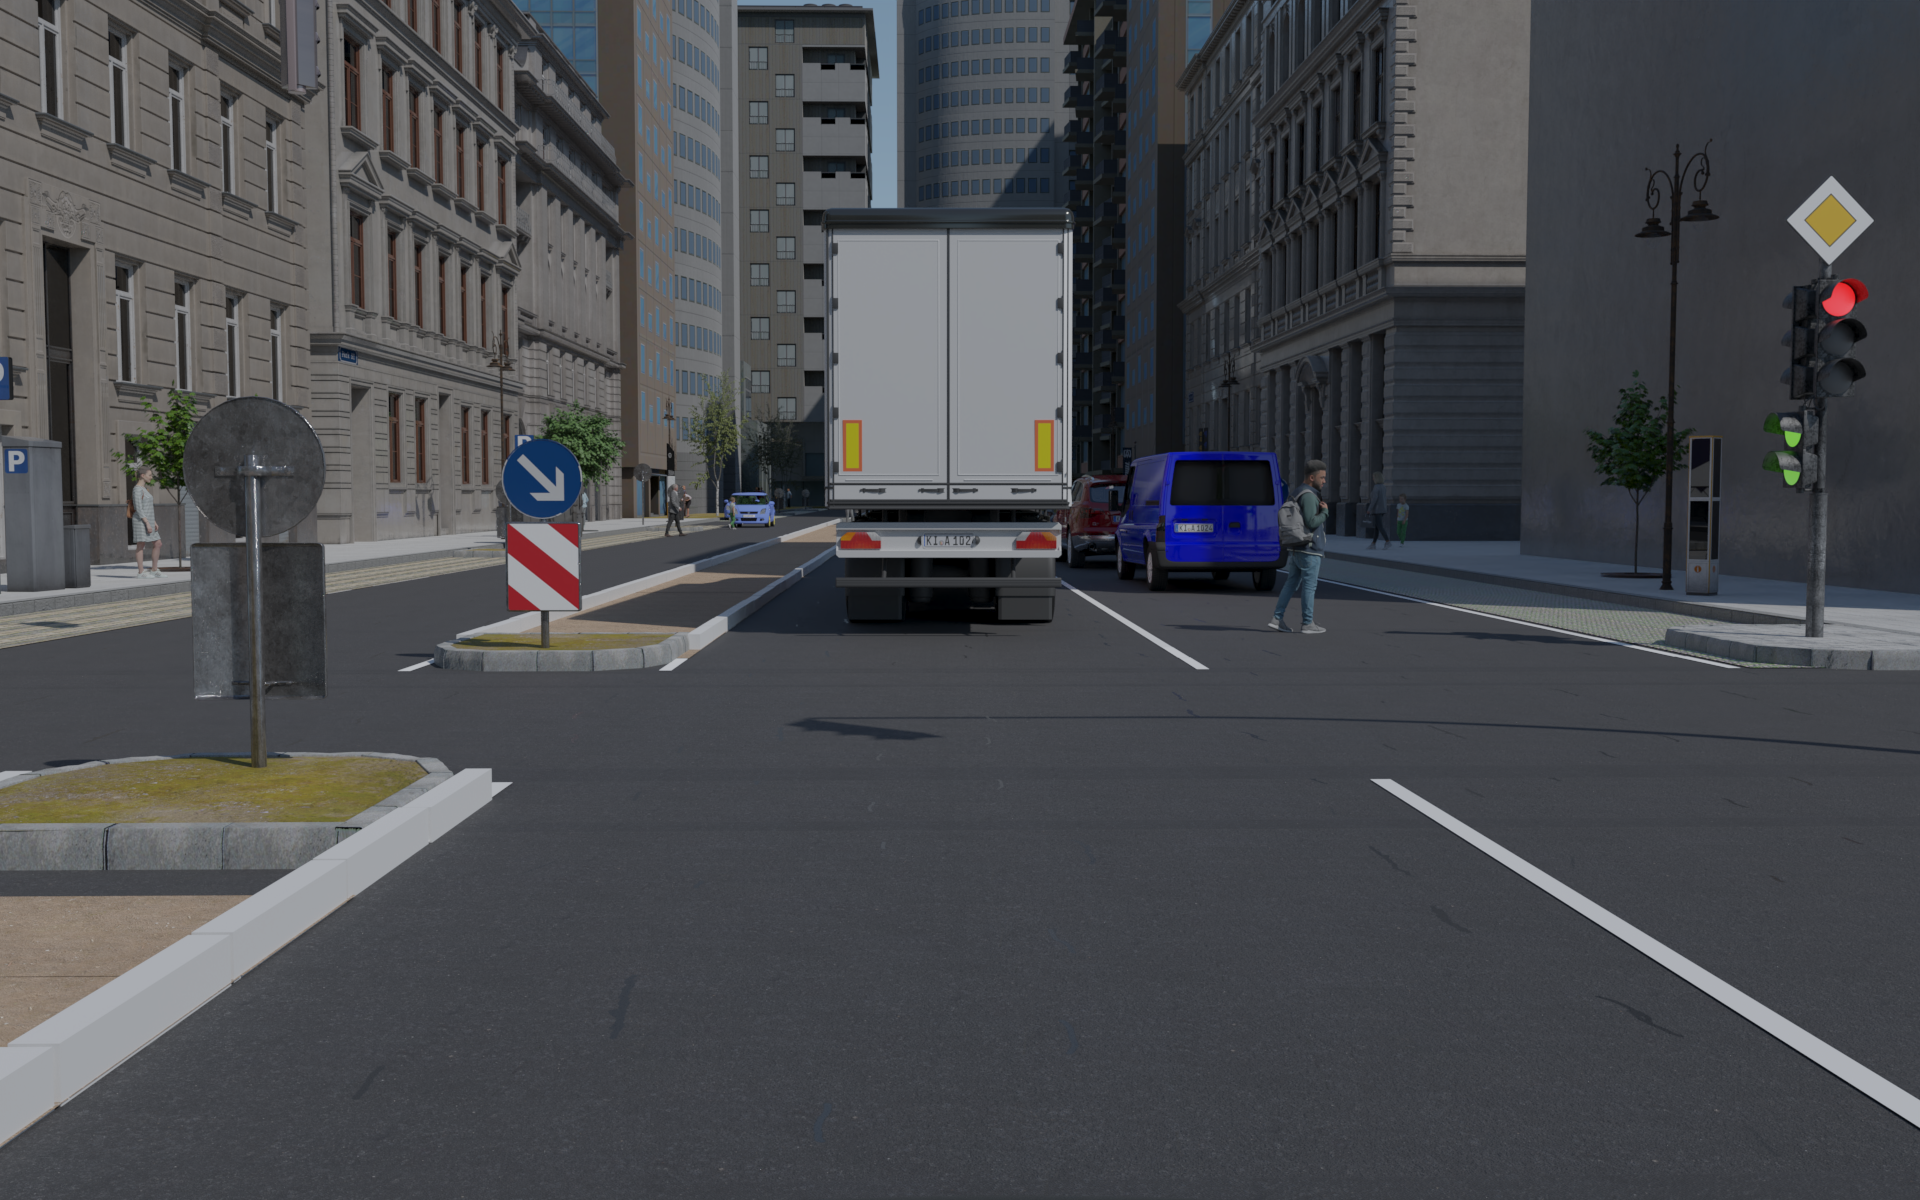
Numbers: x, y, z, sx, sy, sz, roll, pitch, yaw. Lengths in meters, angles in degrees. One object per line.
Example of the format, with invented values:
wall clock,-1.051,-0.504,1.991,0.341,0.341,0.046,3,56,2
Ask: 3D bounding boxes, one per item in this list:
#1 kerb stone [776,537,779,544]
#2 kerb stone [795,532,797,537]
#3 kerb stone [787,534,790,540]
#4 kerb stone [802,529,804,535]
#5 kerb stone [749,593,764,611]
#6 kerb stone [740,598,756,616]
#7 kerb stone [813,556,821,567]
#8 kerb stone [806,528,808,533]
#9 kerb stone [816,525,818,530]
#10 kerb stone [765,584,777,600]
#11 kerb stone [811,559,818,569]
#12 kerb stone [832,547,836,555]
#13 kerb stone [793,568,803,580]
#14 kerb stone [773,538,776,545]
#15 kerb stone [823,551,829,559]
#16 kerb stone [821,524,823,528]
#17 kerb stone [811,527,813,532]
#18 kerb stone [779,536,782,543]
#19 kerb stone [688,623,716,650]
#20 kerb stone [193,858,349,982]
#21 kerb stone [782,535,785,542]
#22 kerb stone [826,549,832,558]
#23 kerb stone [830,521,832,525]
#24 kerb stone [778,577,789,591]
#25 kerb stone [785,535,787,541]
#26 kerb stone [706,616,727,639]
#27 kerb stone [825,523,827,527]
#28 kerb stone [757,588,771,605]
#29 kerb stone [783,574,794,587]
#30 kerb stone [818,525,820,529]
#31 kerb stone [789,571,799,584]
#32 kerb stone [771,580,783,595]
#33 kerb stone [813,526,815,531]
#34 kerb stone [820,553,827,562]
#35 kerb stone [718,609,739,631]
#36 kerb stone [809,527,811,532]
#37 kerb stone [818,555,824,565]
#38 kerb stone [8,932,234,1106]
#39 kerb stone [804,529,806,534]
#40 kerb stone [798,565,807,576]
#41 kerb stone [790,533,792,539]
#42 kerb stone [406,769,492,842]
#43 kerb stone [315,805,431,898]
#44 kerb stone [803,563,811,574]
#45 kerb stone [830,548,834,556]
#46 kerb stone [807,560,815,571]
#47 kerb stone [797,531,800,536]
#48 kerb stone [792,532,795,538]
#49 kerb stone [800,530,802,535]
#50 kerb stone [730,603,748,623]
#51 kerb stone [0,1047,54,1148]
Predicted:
kerb stone,-5.307,-1.646,49.103,0.120,0.150,1.000,0,4,-1
kerb stone,-5.463,-2.086,56.306,0.120,0.150,1.000,0,4,-1
kerb stone,-5.390,-1.889,53.230,0.120,0.150,1.000,0,4,-1
kerb stone,-5.539,-2.274,59.372,0.120,0.150,1.000,0,4,-1
kerb stone,-2.564,0.051,21.480,0.120,0.150,1.000,0,4,-1
kerb stone,-2.543,0.106,20.458,0.120,0.150,1.000,0,4,-1
kerb stone,-2.847,-0.708,33.778,0.120,0.150,1.000,0,4,-1
kerb stone,-5.590,-2.398,61.430,0.120,0.150,1.000,0,4,-1
kerb stone,-5.727,-2.774,67.596,0.120,0.150,1.000,0,4,-1
kerb stone,-2.617,-0.077,23.536,0.120,0.150,1.000,0,4,-1
kerb stone,-2.823,-0.642,32.753,0.120,0.150,1.000,0,4,-1
kerb stone,-2.992,-1.082,39.914,0.120,0.150,1.000,0,4,-1
kerb stone,-2.728,-0.394,28.654,0.120,0.150,1.000,0,4,-1
kerb stone,-5.289,-1.583,48.081,0.120,0.150,1.000,0,4,-1
kerb stone,-2.921,-0.896,36.844,0.120,0.150,1.000,0,4,-1
kerb stone,-5.799,-2.957,70.671,0.120,0.150,1.000,0,4,-1
kerb stone,-5.658,-2.589,64.519,0.120,0.150,1.000,0,4,-1
kerb stone,-5.326,-1.709,50.132,0.120,0.150,1.000,0,4,-1
kerb stone,-2.450,0.358,16.350,0.120,0.150,1.000,0,4,-1
kerb stone,-2.200,1.017,5.571,0.120,0.150,1.000,0,4,-1
kerb stone,-5.355,-1.769,51.165,0.120,0.150,1.000,0,4,-1
kerb stone,-2.947,-0.958,37.865,0.120,0.150,1.000,0,4,-1
kerb stone,-5.972,-3.400,77.846,0.120,0.150,1.000,0,4,-1
kerb stone,-2.663,-0.207,25.588,0.120,0.150,1.000,0,4,-1
kerb stone,-5.376,-1.835,52.204,0.120,0.150,1.000,0,4,-1
kerb stone,-2.476,0.295,17.379,0.120,0.150,1.000,0,4,-1
kerb stone,-5.877,-3.153,73.753,0.120,0.150,1.000,0,4,-1
kerb stone,-2.593,-0.016,22.511,0.120,0.150,1.000,0,4,-1
kerb stone,-2.680,-0.270,26.610,0.120,0.150,1.000,0,4,-1
kerb stone,-5.756,-2.839,68.618,0.120,0.150,1.000,0,4,-1
kerb stone,-2.707,-0.329,27.632,0.120,0.150,1.000,0,4,-1
kerb stone,-2.644,-0.145,24.561,0.120,0.150,1.000,0,4,-1
kerb stone,-5.685,-2.650,65.545,0.120,0.150,1.000,0,4,-1
kerb stone,-2.895,-0.833,35.822,0.120,0.150,1.000,0,4,-1
kerb stone,-2.495,0.231,18.414,0.120,0.150,1.000,0,4,-1
kerb stone,-5.632,-2.525,63.487,0.120,0.150,1.000,0,4,-1
kerb stone,-2.866,-0.769,34.800,0.120,0.150,1.000,0,4,-1
kerb stone,-2.174,1.080,4.545,0.120,0.150,1.000,0,4,-1
kerb stone,-5.564,-2.334,60.396,0.120,0.150,1.000,0,4,-1
kerb stone,-2.765,-0.457,29.675,0.120,0.150,1.000,0,4,-1
kerb stone,-5.427,-1.961,54.254,0.120,0.150,1.000,0,4,-1
kerb stone,-2.242,0.895,7.615,0.120,0.150,1.000,0,4,-1
kerb stone,-2.226,0.954,6.593,0.120,0.150,1.000,0,4,-1
kerb stone,-2.784,-0.519,30.702,0.120,0.150,1.000,0,4,-1
kerb stone,-2.979,-1.021,38.891,0.120,0.150,1.000,0,4,-1
kerb stone,-2.802,-0.583,31.731,0.120,0.150,1.000,0,4,-1
kerb stone,-5.486,-2.149,57.328,0.120,0.150,1.000,0,4,-1
kerb stone,-5.443,-2.013,55.277,0.120,0.150,1.000,0,4,-1
kerb stone,-5.518,-2.211,58.350,0.120,0.150,1.000,0,4,-1
kerb stone,-2.522,0.169,19.436,0.120,0.150,1.000,0,4,-1
kerb stone,-2.155,1.142,3.524,0.120,0.150,1.000,0,4,-1
